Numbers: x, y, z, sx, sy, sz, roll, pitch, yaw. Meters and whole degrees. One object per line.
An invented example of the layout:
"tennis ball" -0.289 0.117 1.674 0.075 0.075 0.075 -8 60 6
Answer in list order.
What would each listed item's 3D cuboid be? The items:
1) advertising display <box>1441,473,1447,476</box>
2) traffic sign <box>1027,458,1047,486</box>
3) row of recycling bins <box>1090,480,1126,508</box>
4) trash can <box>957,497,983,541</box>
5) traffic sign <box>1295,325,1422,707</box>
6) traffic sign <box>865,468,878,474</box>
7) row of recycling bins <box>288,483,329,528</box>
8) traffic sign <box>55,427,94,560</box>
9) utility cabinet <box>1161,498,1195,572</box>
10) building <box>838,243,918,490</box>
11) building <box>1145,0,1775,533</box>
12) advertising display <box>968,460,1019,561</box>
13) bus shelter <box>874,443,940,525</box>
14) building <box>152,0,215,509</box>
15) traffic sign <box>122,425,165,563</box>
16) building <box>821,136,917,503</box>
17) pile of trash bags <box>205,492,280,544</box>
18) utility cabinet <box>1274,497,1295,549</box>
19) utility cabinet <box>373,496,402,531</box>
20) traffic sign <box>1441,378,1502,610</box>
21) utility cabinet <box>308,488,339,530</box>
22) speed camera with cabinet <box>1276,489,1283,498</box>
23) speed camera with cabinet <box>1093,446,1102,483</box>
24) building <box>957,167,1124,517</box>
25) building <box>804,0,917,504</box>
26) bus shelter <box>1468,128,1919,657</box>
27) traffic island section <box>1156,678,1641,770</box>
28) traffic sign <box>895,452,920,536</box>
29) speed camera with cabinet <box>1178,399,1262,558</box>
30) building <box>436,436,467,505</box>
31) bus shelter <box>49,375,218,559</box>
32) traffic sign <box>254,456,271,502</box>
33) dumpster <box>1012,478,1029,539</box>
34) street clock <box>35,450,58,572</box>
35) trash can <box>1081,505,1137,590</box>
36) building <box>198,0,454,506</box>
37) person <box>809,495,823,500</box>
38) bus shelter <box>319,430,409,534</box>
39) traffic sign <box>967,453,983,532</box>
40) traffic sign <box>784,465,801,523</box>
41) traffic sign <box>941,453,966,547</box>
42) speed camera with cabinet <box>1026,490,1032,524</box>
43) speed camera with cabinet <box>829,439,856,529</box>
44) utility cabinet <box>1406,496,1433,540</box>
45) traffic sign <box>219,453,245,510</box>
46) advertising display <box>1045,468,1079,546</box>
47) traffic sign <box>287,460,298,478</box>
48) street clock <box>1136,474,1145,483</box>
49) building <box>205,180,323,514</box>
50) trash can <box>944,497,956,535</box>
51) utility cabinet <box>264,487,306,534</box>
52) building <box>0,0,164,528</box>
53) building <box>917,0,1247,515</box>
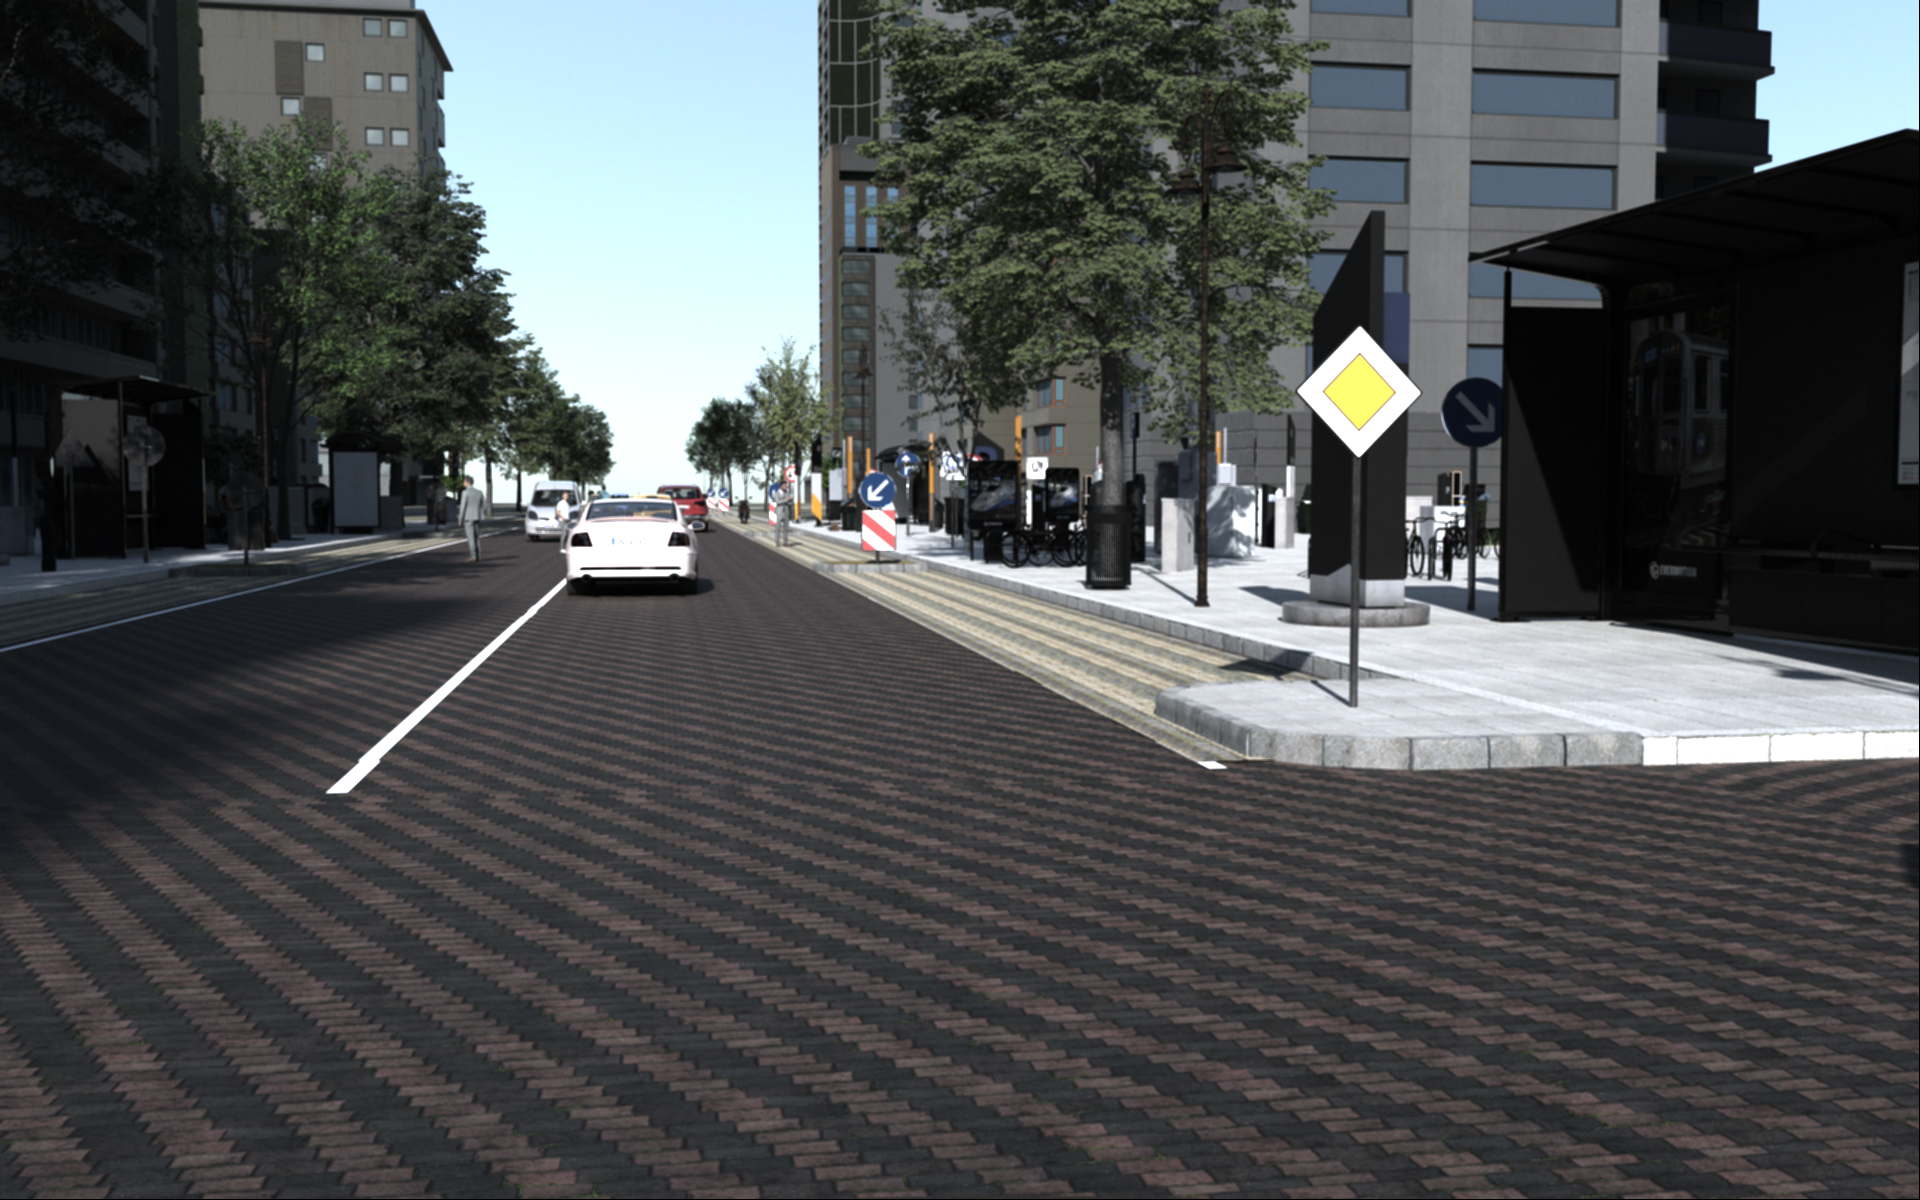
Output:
"advertising display" 14.968 -2.961 53.632 0.123 1.923 0.974 1 4 12
"traffic sign" 2.162 -2.849 48.710 0.606 2.300 0.079 -1 4 -10
"row of recycling bins" 4.343 -2.636 50.218 1.069 1.692 3.534 1 4 9
"trash can" 0.355 -2.216 47.883 0.748 1.137 0.748 0 3 0
"traffic sign" 2.367 -0.411 10.370 0.795 2.450 0.064 -1 4 -10
"traffic sign" -4.380 -5.250 85.943 0.768 2.556 0.104 -1 4 -10
"row of recycling bins" -24.890 -3.585 65.730 1.069 1.692 3.534 -3 5 -42
"traffic sign" -17.213 -2.052 33.547 0.884 2.594 0.081 0 4 0
"utility cabinet" 3.651 -1.088 28.951 0.306 1.237 1.020 2 4 23
"building" -7.499 -26.437 203.950 14.160 30.474 14.107 -1 4 -10
"building" 17.507 -32.310 70.262 21.231 58.520 28.212 -1 4 -10
"advertising display" 0.642 -1.716 33.277 0.974 1.923 0.123 1 4 16
"bus shelter" -2.197 -4.739 71.407 2.014 3.302 5.546 -1 4 -10
"building" -46.278 -24.554 85.057 14.154 41.232 14.086 -1 4 -10
"traffic sign" -15.121 -1.957 32.102 0.768 2.556 0.104 0 4 -4
"building" -9.816 -34.713 217.664 14.600 45.320 14.200 -1 4 -10
"pile of trash bags" -19.494 -2.166 45.173 3.447 1.369 1.912 1 4 21
"utility cabinet" 7.640 -1.813 40.809 0.306 1.237 1.020 1 4 21
"utility cabinet" -20.289 -3.063 61.248 1.020 1.237 0.306 -2 4 -35
"traffic sign" 5.645 -1.159 19.051 0.768 2.556 0.104 0 4 -2
"utility cabinet" -22.500 -3.219 61.313 0.318 1.500 1.173 2 4 31
"speed camera with cabinet" 8.612 -3.516 51.816 2.038 3.252 0.660 0 4 8
"speed camera with cabinet" 6.003 -4.698 71.148 0.660 3.252 2.038 -1 4 -11
"building" 15.894 -16.090 108.112 27.650 21.520 28.899 -1 4 -10
"building" -10.196 -48.697 234.440 20.563 71.187 20.611 -1 4 -10
"bus shelter" 6.403 -1.413 14.386 1.731 3.624 6.357 -1 4 -10
"traffic island section" 2.389 0.724 10.451 2.009 0.180 2.903 -1 4 -10
"traffic sign" -1.584 -3.219 52.738 0.768 2.556 0.104 0 4 -4
"speed camera with cabinet" 5.252 -2.518 35.502 0.660 3.252 2.038 -2 4 -25
"building" -77.141 -31.790 211.646 32.217 40.220 23.993 -1 4 -10
"bus shelter" -17.550 -2.804 37.133 1.731 3.624 6.357 -1 4 -10
"traffic sign" -23.370 -3.558 58.283 0.768 2.556 0.104 0 4 -3
"dumpster" 1.248 -2.729 50.370 1.264 1.857 1.865 -1 4 -10
"street clock" -15.130 -1.476 28.705 0.358 2.002 0.471 -1 4 -17
"trash can" 2.001 -0.713 23.308 0.748 1.137 0.748 0 3 0
"building" -70.295 -36.522 186.368 28.713 52.752 27.495 -1 4 -10
"person" -13.786 -9.590 165.302 1.348 1.823 0.705 0 4 6
"bus shelter" -19.749 -3.899 57.680 2.014 3.302 5.546 -1 4 -10
"traffic sign" 0.352 -3.303 54.106 0.768 2.556 0.104 0 4 -7
"traffic sign" -7.415 -4.691 76.800 0.768 2.556 0.104 0 4 -1
"traffic sign" -0.178 -2.433 41.914 0.606 2.300 0.079 0 4 -3
"speed camera with cabinet" 2.309 -4.976 75.685 2.038 3.252 0.660 2 4 27
"speed camera with cabinet" -4.045 -4.209 63.159 0.660 3.252 2.038 2 4 25
"utility cabinet" 12.641 -2.274 48.343 1.020 1.237 0.306 -1 4 -11
"traffic sign" -22.794 -3.312 54.253 0.768 2.556 0.104 0 4 -5
"advertising display" 2.506 -2.281 42.515 0.974 1.923 0.123 -2 4 -34
"traffic sign" -22.976 -3.606 58.966 0.884 2.594 0.081 -1 4 -8
"street clock" 6.361 -3.482 61.500 0.358 2.002 0.471 -1 4 -22
"building" -56.344 -15.942 105.692 27.650 21.520 28.899 -1 4 -10
"trash can" -0.165 -2.629 54.642 0.748 1.137 0.748 0 3 0
"utility cabinet" -21.450 -2.835 55.028 1.173 1.500 0.318 0 4 -1
"building" -45.011 -27.030 65.650 21.300 48.544 21.600 -1 4 -10
"building" 7.207 -36.246 134.621 21.231 58.520 28.212 -1 4 -10
